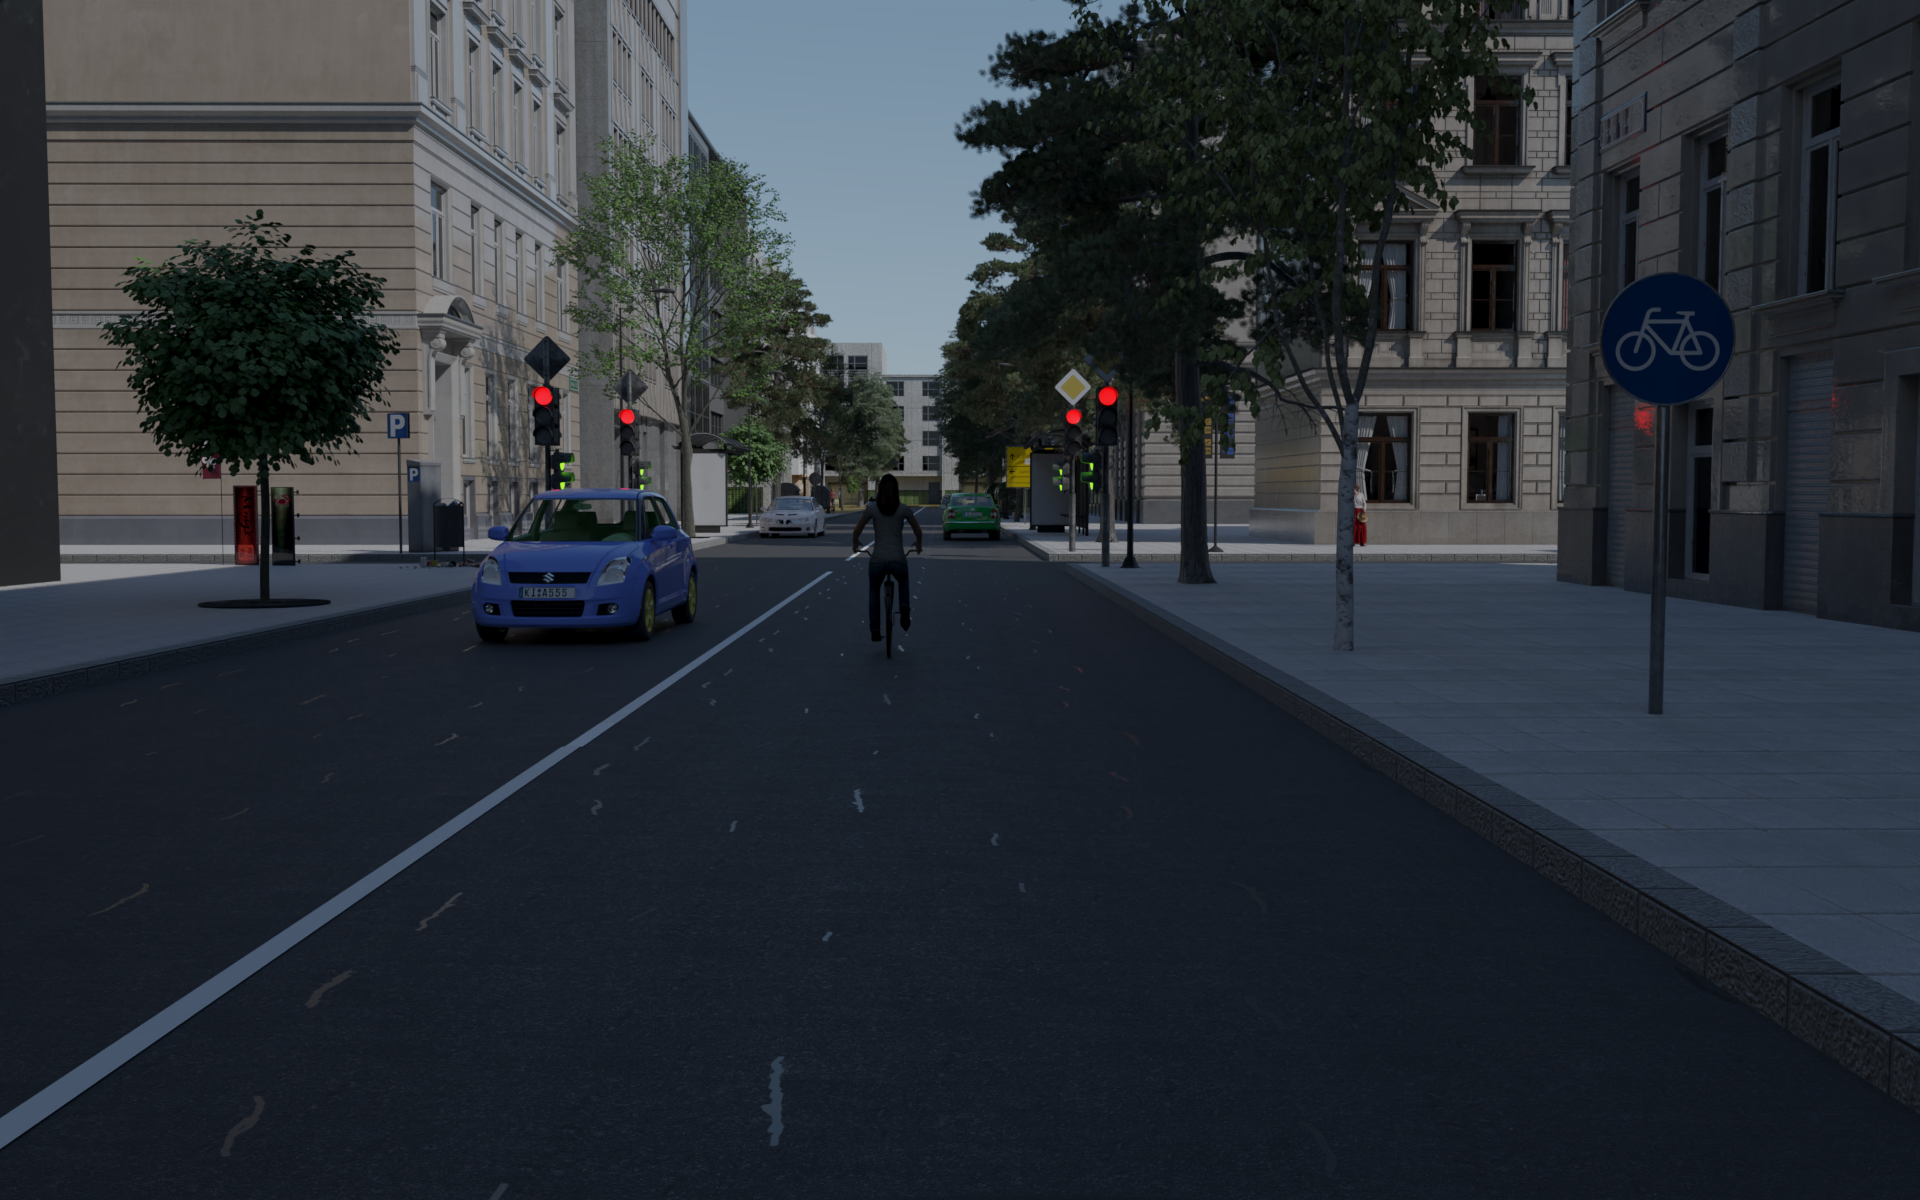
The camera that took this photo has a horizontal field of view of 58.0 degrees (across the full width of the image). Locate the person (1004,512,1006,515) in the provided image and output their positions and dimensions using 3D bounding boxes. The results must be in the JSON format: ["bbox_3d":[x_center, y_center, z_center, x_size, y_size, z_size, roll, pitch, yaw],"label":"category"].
[{"bbox_3d":[2.456,-5.472,96.065,0.434,1.755,0.990,-1,4,-19],"label":"person"}]

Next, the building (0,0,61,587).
[{"bbox_3d":[-21.130,-11.559,18.664,15.834,23.373,12.332,0,4,-1],"label":"building"}]

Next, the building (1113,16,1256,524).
[{"bbox_3d":[12.501,-15.505,82.392,11.050,23.489,19.941,0,4,-1],"label":"building"}]

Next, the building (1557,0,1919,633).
[{"bbox_3d":[14.539,-13.173,12.641,12.463,27.353,25.104,0,4,-1],"label":"building"}]

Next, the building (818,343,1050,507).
[{"bbox_3d":[-1.870,-21.068,210.918,31.486,18.905,16.747,0,4,-1],"label":"building"}]

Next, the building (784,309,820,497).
[{"bbox_3d":[-20.272,-19.584,176.614,11.380,20.091,16.016,0,4,-1],"label":"building"}]

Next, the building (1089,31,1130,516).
[{"bbox_3d":[14.133,-19.400,103.094,13.634,28.700,20.117,0,4,-1],"label":"building"}]

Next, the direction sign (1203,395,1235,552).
[{"bbox_3d":[5.654,-2.829,38.254,0.876,3.537,0.379,-1,4,-14],"label":"direction sign"}]

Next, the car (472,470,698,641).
[{"bbox_3d":[-3.833,-0.517,18.040,1.945,1.707,3.694,0,4,1],"label":"car"}]

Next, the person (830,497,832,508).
[{"bbox_3d":[-11.869,-8.902,154.783,0.799,1.438,0.628,-2,4,-35],"label":"person"}]

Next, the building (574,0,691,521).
[{"bbox_3d":[-18.869,-15.592,72.957,12.078,24.808,19.932,0,4,-1],"label":"building"}]

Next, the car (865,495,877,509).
[{"bbox_3d":[-6.100,-7.127,129.109,1.945,1.354,3.894,0,4,1],"label":"car"}]

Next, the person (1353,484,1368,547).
[{"bbox_3d":[9.718,-2.071,42.375,0.523,1.526,0.387,1,4,15],"label":"person"}]

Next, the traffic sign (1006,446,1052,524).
[{"bbox_3d":[3.070,-4.845,73.086,2.265,3.308,0.079,0,4,3],"label":"traffic sign"}]

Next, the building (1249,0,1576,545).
[{"bbox_3d":[17.975,-11.210,47.914,19.286,19.102,10.561,0,4,-1],"label":"building"}]

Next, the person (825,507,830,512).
[{"bbox_3d":[-9.850,-7.385,127.315,0.750,1.759,0.617,2,4,27],"label":"person"}]

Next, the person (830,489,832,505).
[{"bbox_3d":[-13.605,-10.806,182.740,0.705,1.822,1.348,2,4,24],"label":"person"}]

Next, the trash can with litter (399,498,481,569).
[{"bbox_3d":[-8.618,-1.190,30.508,2.233,1.210,1.678,0,4,-7],"label":"trash can with litter"}]

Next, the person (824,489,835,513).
[{"bbox_3d":[-9.124,-6.674,115.876,0.721,1.743,1.217,2,4,25],"label":"person"}]

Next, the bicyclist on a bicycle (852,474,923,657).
[{"bbox_3d":[-0.647,-0.344,15.642,1.499,1.676,1.625,0,4,-2],"label":"bicyclist on a bicycle"}]

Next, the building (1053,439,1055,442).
[{"bbox_3d":[14.339,-19.737,179.114,16.016,20.091,11.380,0,4,-1],"label":"building"}]

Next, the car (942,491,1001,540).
[{"bbox_3d":[0.334,-2.826,54.993,1.959,1.807,4.718,0,4,-1],"label":"car"}]

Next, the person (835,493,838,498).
[{"bbox_3d":[-11.501,-9.140,156.210,1.217,1.743,0.721,2,4,34],"label":"person"}]

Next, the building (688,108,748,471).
[{"bbox_3d":[-20.566,-17.057,97.951,14.314,24.678,30.058,0,4,-1],"label":"building"}]

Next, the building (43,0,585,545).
[{"bbox_3d":[-19.840,-16.302,52.434,13.634,28.700,20.117,0,4,-1],"label":"building"}]

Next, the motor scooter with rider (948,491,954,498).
[{"bbox_3d":[-0.726,-9.889,170.645,0.876,1.779,1.986,0,4,0],"label":"motor scooter with rider"}]

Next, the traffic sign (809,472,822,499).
[{"bbox_3d":[-8.399,-6.130,100.328,0.768,2.556,0.104,0,4,7],"label":"traffic sign"}]

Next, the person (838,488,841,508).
[{"bbox_3d":[-11.191,-9.471,160.873,0.705,1.826,1.348,0,4,7],"label":"person"}]

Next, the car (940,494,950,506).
[{"bbox_3d":[-1.098,-10.350,181.217,2.014,1.417,4.499,0,4,0],"label":"car"}]

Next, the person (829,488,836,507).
[{"bbox_3d":[-12.668,-9.912,168.073,1.348,1.831,0.705,1,4,17],"label":"person"}]

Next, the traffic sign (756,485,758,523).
[{"bbox_3d":[-8.969,-4.672,76.393,0.884,2.594,0.081,0,4,1],"label":"traffic sign"}]

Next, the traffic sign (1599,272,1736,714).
[{"bbox_3d":[4.064,-0.608,10.040,0.768,2.556,0.104,0,4,3],"label":"traffic sign"}]

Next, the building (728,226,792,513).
[{"bbox_3d":[-22.431,-16.115,129.936,16.747,18.905,31.486,0,4,-1],"label":"building"}]

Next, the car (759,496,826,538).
[{"bbox_3d":[-5.595,-2.805,58.224,2.083,1.381,4.827,0,4,1],"label":"car"}]
